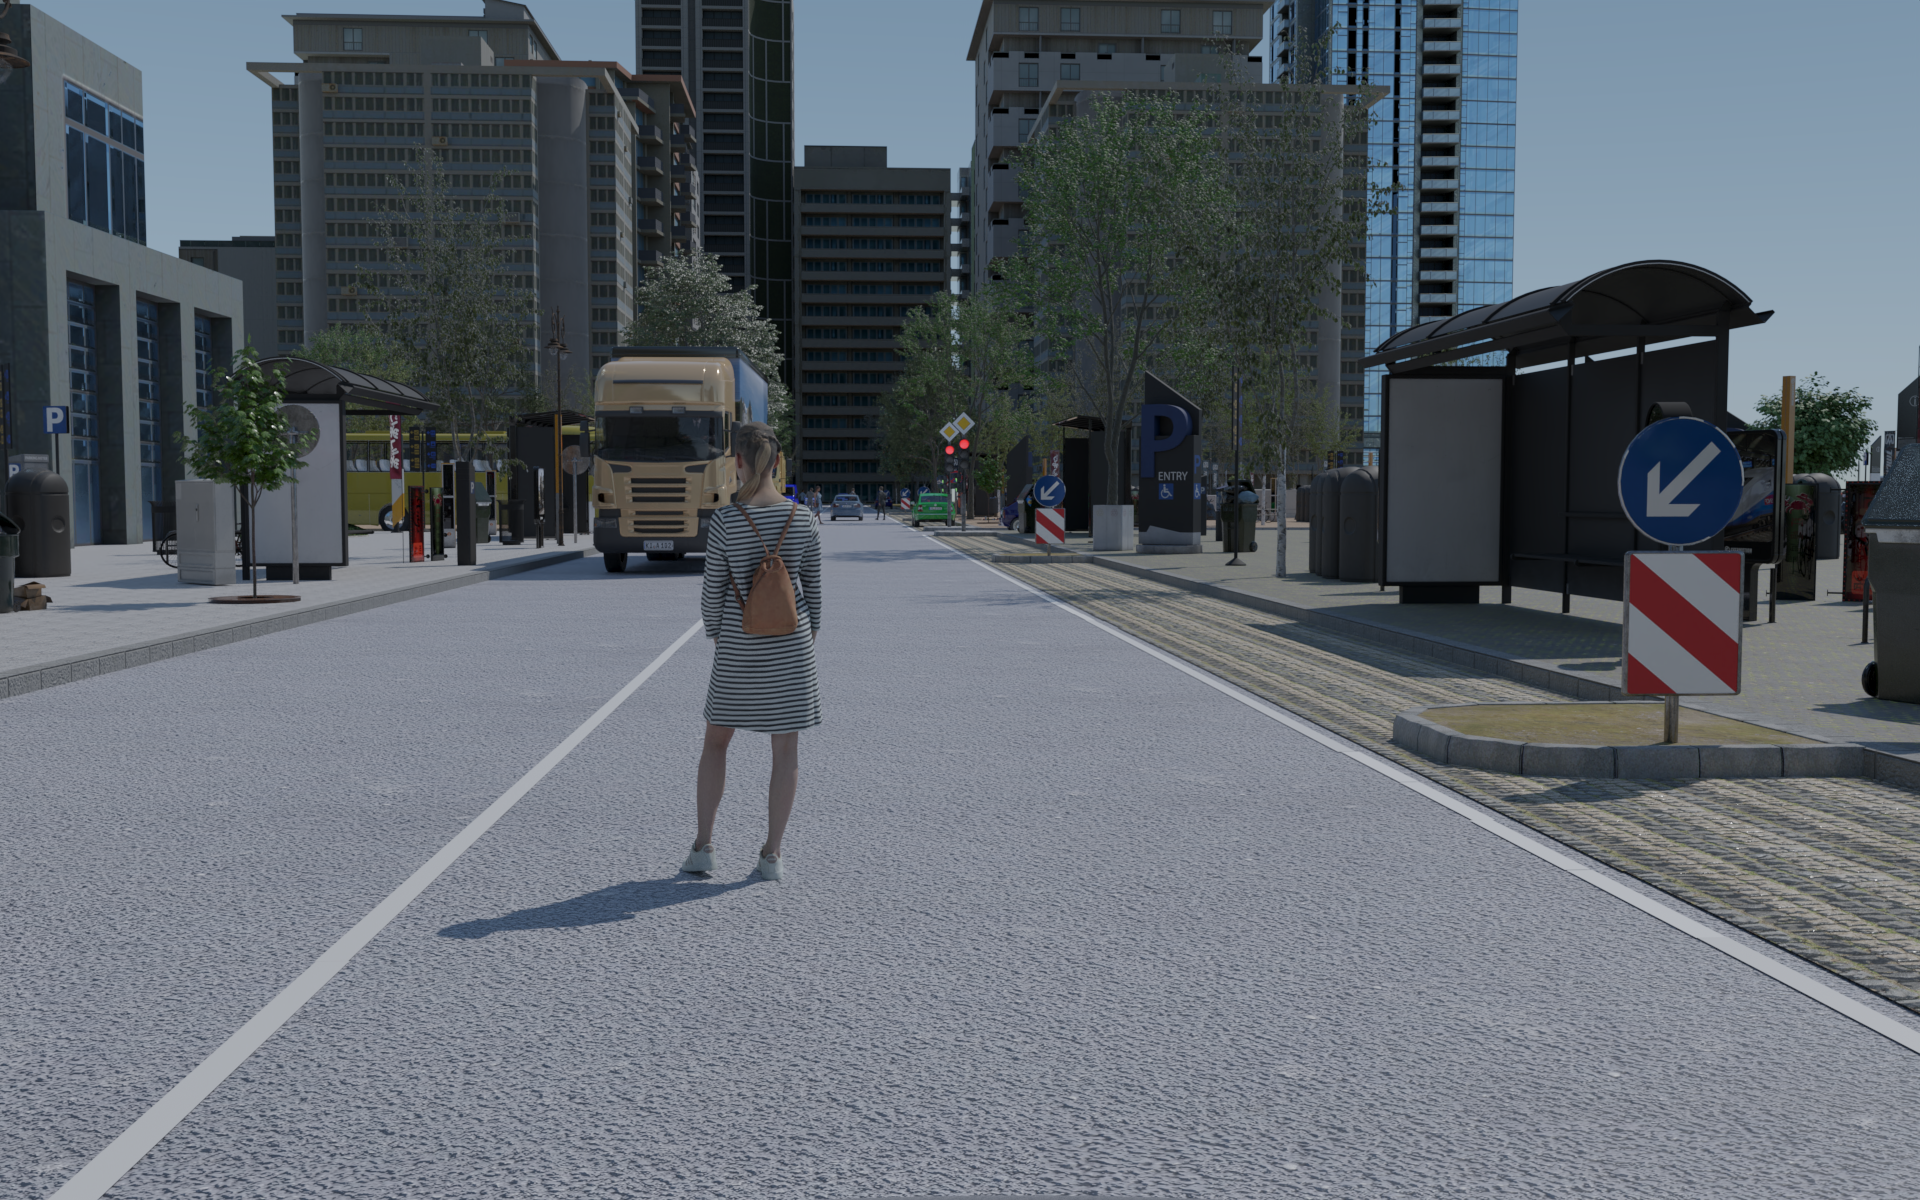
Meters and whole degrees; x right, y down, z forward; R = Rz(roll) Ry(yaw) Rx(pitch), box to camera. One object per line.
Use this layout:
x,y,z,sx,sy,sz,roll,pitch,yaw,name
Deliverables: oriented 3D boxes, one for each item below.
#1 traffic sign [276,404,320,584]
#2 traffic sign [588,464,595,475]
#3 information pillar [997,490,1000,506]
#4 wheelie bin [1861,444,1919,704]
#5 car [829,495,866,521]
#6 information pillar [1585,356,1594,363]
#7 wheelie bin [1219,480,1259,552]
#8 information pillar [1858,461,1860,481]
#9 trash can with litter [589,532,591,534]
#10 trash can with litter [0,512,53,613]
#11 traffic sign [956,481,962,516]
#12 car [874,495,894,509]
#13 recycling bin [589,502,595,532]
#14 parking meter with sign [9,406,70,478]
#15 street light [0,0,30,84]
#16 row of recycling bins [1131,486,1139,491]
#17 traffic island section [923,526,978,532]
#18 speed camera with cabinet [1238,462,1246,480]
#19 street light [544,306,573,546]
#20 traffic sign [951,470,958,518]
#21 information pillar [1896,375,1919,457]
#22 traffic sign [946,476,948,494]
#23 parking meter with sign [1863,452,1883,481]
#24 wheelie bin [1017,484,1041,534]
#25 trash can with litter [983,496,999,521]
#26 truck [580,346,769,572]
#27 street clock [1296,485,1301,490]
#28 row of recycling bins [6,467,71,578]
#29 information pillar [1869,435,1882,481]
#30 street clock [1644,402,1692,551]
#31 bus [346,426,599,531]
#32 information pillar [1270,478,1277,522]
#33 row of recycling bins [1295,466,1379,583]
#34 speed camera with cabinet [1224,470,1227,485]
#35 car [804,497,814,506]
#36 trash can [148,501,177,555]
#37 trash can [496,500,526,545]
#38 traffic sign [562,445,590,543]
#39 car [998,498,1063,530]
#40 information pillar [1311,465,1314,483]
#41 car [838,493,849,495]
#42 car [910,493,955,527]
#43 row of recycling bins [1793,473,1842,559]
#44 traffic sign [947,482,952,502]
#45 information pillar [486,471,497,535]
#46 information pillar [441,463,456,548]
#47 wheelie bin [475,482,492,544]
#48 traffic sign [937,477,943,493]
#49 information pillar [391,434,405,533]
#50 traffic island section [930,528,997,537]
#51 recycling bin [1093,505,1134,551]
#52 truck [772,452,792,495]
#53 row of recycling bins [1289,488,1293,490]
-9.476,-1.500,24.638,0.768,2.556,0.104,0,4,2,traffic sign
-10.191,-3.025,49.468,0.884,2.594,0.081,0,4,6,traffic sign
2.680,-7.348,124.634,0.304,2.012,0.304,-3,5,-39,information pillar
6.047,-0.171,10.697,0.693,1.594,0.980,-1,4,-21,wheelie bin
-6.124,-5.009,93.894,2.014,1.417,4.499,0,4,-3,car
10.591,-2.291,28.810,0.504,3.616,0.183,2,4,32,information pillar
6.171,-1.854,38.219,0.980,1.594,0.693,3,5,44,wheelie bin
62.597,-7.908,120.657,0.183,3.616,0.504,2,4,35,information pillar
-11.837,-2.758,56.144,1.678,1.210,2.233,1,4,21,trash can with litter
-10.454,-0.457,18.857,0.624,1.170,1.055,0,4,7,trash can with litter
-0.225,-6.300,103.109,0.768,2.556,0.104,0,4,1,traffic sign
-7.242,-9.297,164.589,1.945,1.354,3.894,0,4,-2,car
-12.749,-2.789,58.153,0.722,1.027,0.722,1,4,20,recycling bin
-18.066,-2.278,33.506,0.543,3.016,1.738,1,4,14,parking meter with sign
-7.805,-2.493,13.541,0.468,5.910,1.993,0,4,-4,street light
8.856,-5.107,90.612,1.069,1.692,3.534,-1,4,-15,row of recycling bins
-0.392,-2.756,67.341,2.009,0.180,2.903,0,4,-4,traffic island section
17.952,-6.857,106.449,2.038,3.252,0.660,3,4,39,speed camera with cabinet
-9.859,-4.273,42.646,0.468,5.910,1.993,0,4,-4,street light
-0.245,-5.706,93.393,0.768,2.556,0.104,0,4,3,traffic sign
18.310,-2.571,33.383,0.183,3.616,0.504,-3,4,-37,information pillar
-0.925,-7.402,121.021,0.884,2.594,0.081,0,4,-1,traffic sign
38.459,-4.623,71.846,1.738,3.016,0.543,1,4,15,parking meter with sign
2.262,-2.975,56.549,0.693,1.594,0.980,-1,4,-19,wheelie bin
1.996,-4.498,84.599,2.233,1.210,1.678,0,4,-6,trash can with litter
-5.499,-2.833,35.230,2.839,4.237,11.283,0,4,-2,truck
25.808,-7.791,131.956,0.471,2.002,0.358,1,4,13,street clock
-15.265,-1.150,25.908,3.534,1.692,1.069,-3,5,-41,row of recycling bins
36.554,-4.760,69.184,0.504,3.616,0.183,-1,4,-19,information pillar
5.579,-0.558,13.687,0.358,2.002,0.471,0,4,3,street clock
-17.268,-4.338,62.468,12.252,3.916,2.896,0,4,-5,bus
14.442,-4.581,79.395,0.304,2.012,0.304,-3,5,-43,information pillar
6.024,-1.199,26.711,1.069,1.692,3.534,0,4,2,row of recycling bins
20.887,-8.439,132.314,2.038,3.252,0.660,2,4,31,speed camera with cabinet
-17.913,-12.188,208.870,1.945,1.707,3.694,0,4,-4,car
-16.787,-1.531,36.693,0.748,1.137,0.748,0,3,0,trash can
-11.295,-1.954,43.594,0.748,1.137,0.748,0,3,0,trash can
-10.050,-2.758,45.207,0.768,2.556,0.104,0,4,-1,traffic sign
3.355,-3.045,62.373,3.894,1.354,1.945,0,4,-3,car
28.380,-9.061,139.502,0.183,3.616,0.504,0,4,-2,information pillar
-13.030,-11.253,193.581,1.945,1.707,3.694,0,4,-3,car
-1.193,-4.121,76.177,1.959,1.807,4.718,0,4,-4,car
17.177,-1.748,35.690,1.069,1.692,3.534,0,4,7,row of recycling bins
-0.571,-7.226,118.155,0.884,2.594,0.081,0,4,-1,traffic sign
-14.658,-3.038,54.168,0.304,2.012,0.304,-1,4,-11,information pillar
-12.144,-2.241,41.129,0.304,2.012,0.304,-1,4,-17,information pillar
-12.641,-2.267,44.968,0.693,1.594,0.980,2,4,25,wheelie bin
-1.304,-7.372,120.636,0.768,2.556,0.104,0,4,4,traffic sign
-18.560,-4.023,57.133,0.504,3.616,0.183,2,4,28,information pillar
0.148,-2.269,59.374,2.009,0.180,2.903,0,4,-4,traffic island section
3.488,-1.642,39.398,0.722,1.027,0.722,2,4,29,recycling bin
-8.979,-4.860,75.382,3.469,3.379,9.791,0,4,-5,truck
16.266,-4.440,79.707,1.069,1.692,3.534,0,4,-5,row of recycling bins
